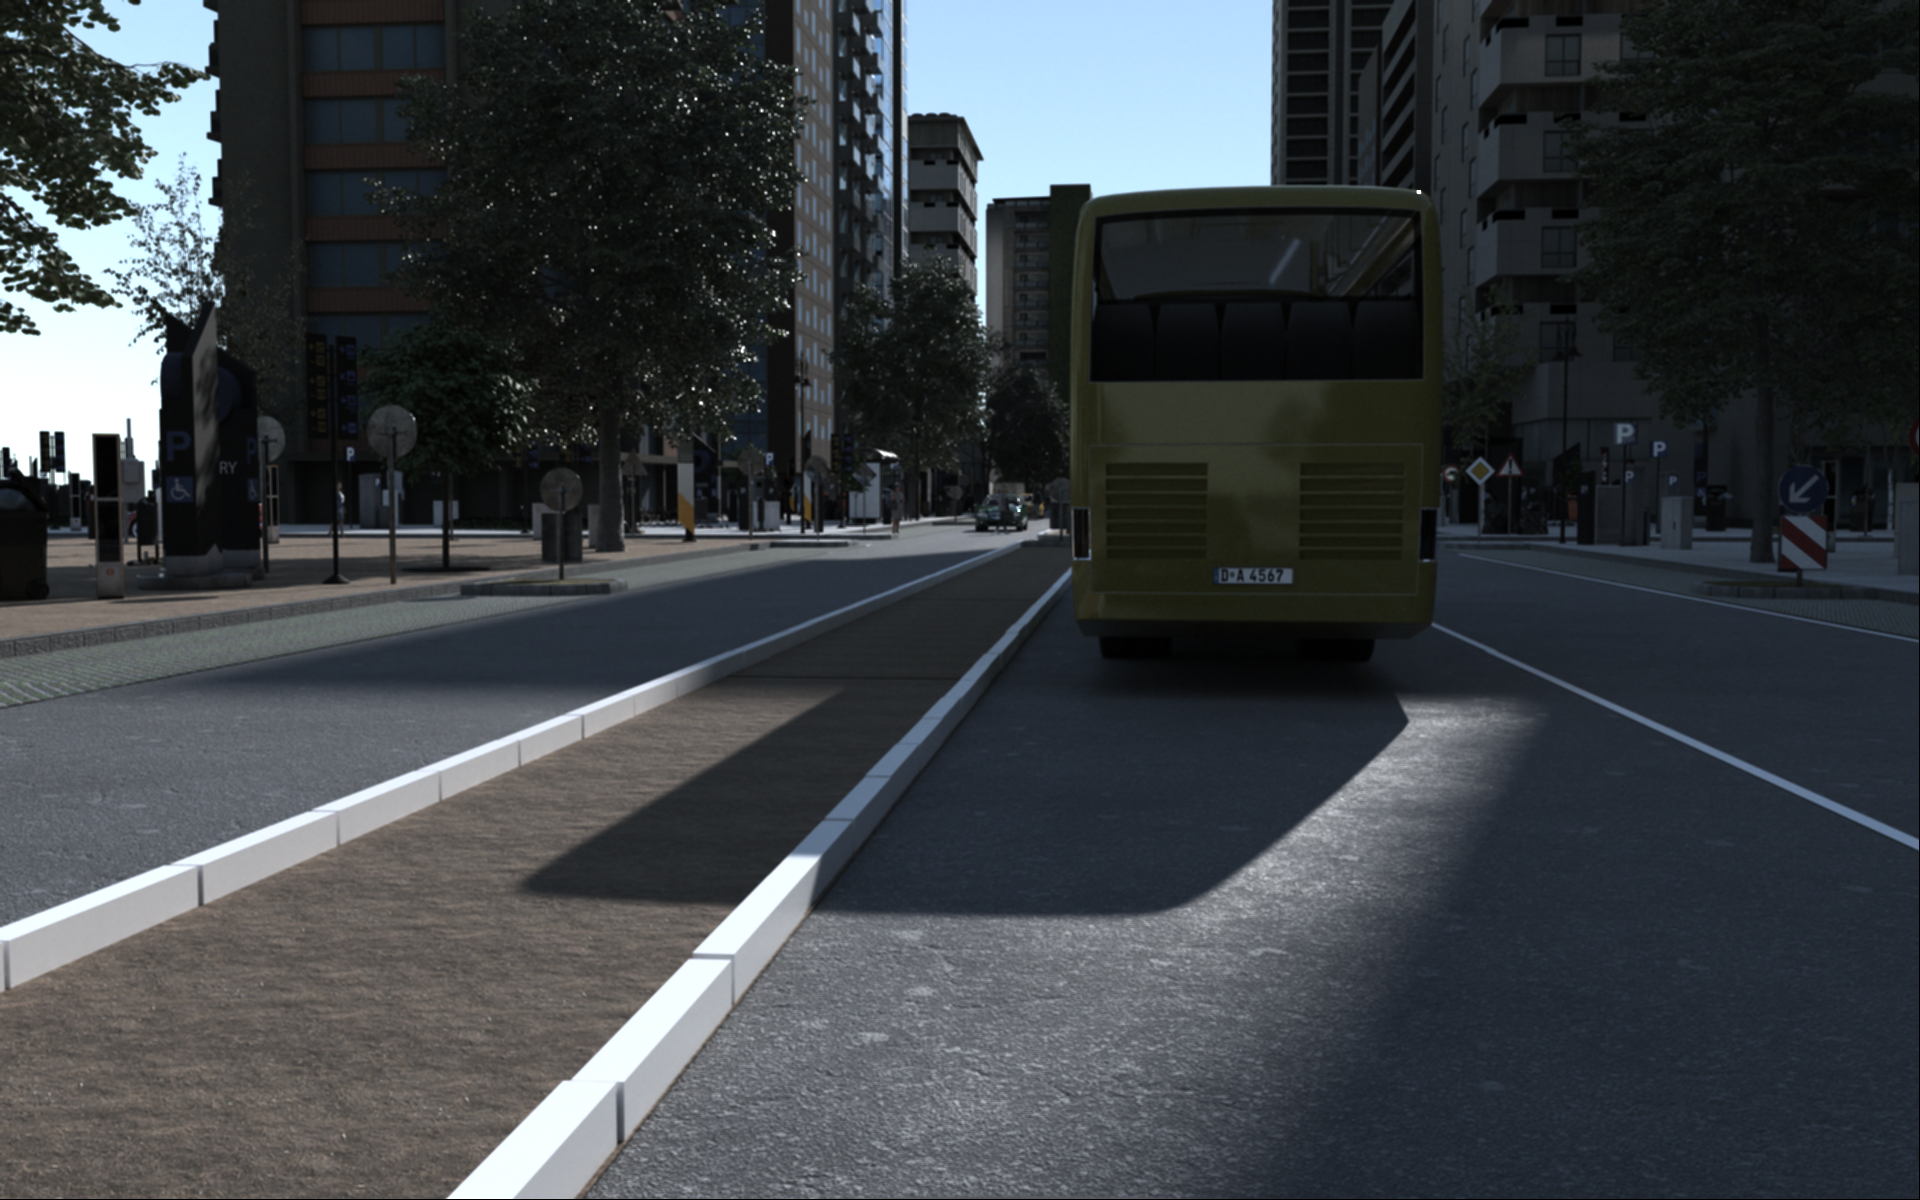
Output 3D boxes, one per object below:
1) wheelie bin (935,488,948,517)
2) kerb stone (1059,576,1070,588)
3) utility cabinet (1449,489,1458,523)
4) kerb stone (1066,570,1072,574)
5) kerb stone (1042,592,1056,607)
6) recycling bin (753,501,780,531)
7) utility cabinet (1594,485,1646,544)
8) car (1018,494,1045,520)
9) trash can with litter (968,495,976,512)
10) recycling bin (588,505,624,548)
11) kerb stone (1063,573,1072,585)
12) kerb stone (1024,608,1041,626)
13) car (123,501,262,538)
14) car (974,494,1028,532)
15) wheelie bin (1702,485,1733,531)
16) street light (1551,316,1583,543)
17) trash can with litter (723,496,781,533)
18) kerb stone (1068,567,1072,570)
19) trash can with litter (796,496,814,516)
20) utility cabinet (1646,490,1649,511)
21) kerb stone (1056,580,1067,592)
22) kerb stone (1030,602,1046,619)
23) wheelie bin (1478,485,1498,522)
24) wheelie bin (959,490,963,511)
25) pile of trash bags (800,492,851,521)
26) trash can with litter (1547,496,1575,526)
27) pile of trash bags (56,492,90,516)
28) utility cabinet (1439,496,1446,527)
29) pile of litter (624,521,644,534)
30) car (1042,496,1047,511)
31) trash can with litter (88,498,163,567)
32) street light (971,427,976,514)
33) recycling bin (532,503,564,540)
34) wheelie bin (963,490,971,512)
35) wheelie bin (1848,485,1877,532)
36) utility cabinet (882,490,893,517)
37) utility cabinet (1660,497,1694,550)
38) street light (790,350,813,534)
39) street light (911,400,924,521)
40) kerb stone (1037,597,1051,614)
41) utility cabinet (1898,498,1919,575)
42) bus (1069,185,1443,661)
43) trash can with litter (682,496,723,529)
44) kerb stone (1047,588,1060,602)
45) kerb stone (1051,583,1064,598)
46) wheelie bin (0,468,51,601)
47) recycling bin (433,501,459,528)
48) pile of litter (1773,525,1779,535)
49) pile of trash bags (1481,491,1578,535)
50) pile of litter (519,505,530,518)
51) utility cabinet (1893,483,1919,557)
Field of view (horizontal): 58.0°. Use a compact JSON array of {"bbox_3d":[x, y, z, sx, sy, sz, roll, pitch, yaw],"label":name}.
[{"bbox_3d":[-1.029,-5.416,96.458,0.693,1.594,0.980,-1,4,-11],"label":"wheelie bin"},{"bbox_3d":[1.512,-0.217,25.741,0.120,0.150,1.000,0,4,6],"label":"kerb stone"},{"bbox_3d":[21.737,-4.136,76.308,0.318,1.500,1.173,1,4,13],"label":"utility cabinet"},{"bbox_3d":[1.728,-0.342,27.780,0.120,0.150,1.000,0,4,6],"label":"kerb stone"},{"bbox_3d":[1.080,0.035,21.648,0.120,0.150,1.000,0,4,6],"label":"kerb stone"},{"bbox_3d":[-6.766,-2.937,60.569,0.722,1.027,0.722,1,4,22],"label":"recycling bin"},{"bbox_3d":[16.796,-2.175,44.244,1.173,1.500,0.318,0,4,-4],"label":"utility cabinet"},{"bbox_3d":[3.832,-5.385,98.260,2.015,1.641,3.980,0,4,7],"label":"car"},{"bbox_3d":[1.128,-7.020,125.837,2.233,1.210,1.678,1,4,11],"label":"trash can with litter"},{"bbox_3d":[-8.496,-1.776,41.598,0.722,1.027,0.722,0,4,1],"label":"recycling bin"},{"bbox_3d":[1.621,-0.279,26.757,0.120,0.150,1.000,0,4,6],"label":"kerb stone"},{"bbox_3d":[0.755,0.221,18.588,0.120,0.150,1.000,0,4,6],"label":"kerb stone"},{"bbox_3d":[-23.610,-2.722,53.543,4.494,1.783,2.155,0,4,6],"label":"car"},{"bbox_3d":[1.645,-3.420,67.721,2.131,1.459,4.920,0,4,6],"label":"car"},{"bbox_3d":[26.082,-3.165,59.663,0.980,1.594,0.693,2,4,26],"label":"wheelie bin"},{"bbox_3d":[15.720,-4.417,45.012,0.468,5.910,1.993,0,4,6],"label":"street light"},{"bbox_3d":[-6.893,-2.910,58.643,1.678,1.210,2.233,0,4,2],"label":"trash can with litter"},{"bbox_3d":[1.843,-0.404,28.796,0.120,0.150,1.000,0,4,6],"label":"kerb stone"},{"bbox_3d":[-9.216,-5.621,103.291,1.055,1.170,0.624,-2,4,-24],"label":"trash can with litter"},{"bbox_3d":[36.620,-5.199,93.675,1.173,1.500,0.318,0,4,3],"label":"utility cabinet"},{"bbox_3d":[1.402,-0.153,24.719,0.120,0.150,1.000,0,4,6],"label":"kerb stone"},{"bbox_3d":[0.858,0.158,19.605,0.120,0.150,1.000,0,4,6],"label":"kerb stone"},{"bbox_3d":[18.472,-3.224,60.619,0.693,1.594,0.980,1,4,12],"label":"wheelie bin"},{"bbox_3d":[-0.471,-5.678,100.750,0.980,1.594,0.693,0,4,-3],"label":"wheelie bin"},{"bbox_3d":[-6.362,-4.595,84.875,1.912,1.369,3.447,-2,4,-34],"label":"pile of trash bags"},{"bbox_3d":[24.055,-3.630,70.406,2.233,1.210,1.678,1,4,15],"label":"trash can with litter"},{"bbox_3d":[-49.850,-5.406,98.137,1.912,1.369,3.447,3,5,44],"label":"pile of trash bags"},{"bbox_3d":[18.700,-3.511,68.567,0.306,1.237,1.020,-3,5,-41],"label":"utility cabinet"},{"bbox_3d":[-10.935,-2.588,56.281,1.176,0.858,1.719,-2,4,-30],"label":"pile of litter"},{"bbox_3d":[6.179,-7.923,142.124,1.945,1.354,3.894,0,4,7],"label":"car"},{"bbox_3d":[-15.036,-1.239,31.310,1.678,1.210,2.233,1,4,11],"label":"trash can with litter"},{"bbox_3d":[0.849,-8.495,111.676,0.468,5.910,1.993,0,4,6],"label":"street light"},{"bbox_3d":[-11.562,-2.210,48.685,0.722,1.027,0.722,0,4,4],"label":"recycling bin"},{"bbox_3d":[0.319,-7.007,122.479,0.980,1.594,0.693,-1,4,-11],"label":"wheelie bin"},{"bbox_3d":[30.796,-3.129,59.071,0.980,1.594,0.693,-3,4,-39],"label":"wheelie bin"},{"bbox_3d":[-3.893,-5.324,95.719,1.173,1.500,0.318,-3,5,-41],"label":"utility cabinet"},{"bbox_3d":[16.674,-1.783,40.313,0.306,1.237,1.020,0,4,-3],"label":"utility cabinet"},{"bbox_3d":[-5.088,-5.081,55.863,0.468,5.910,1.993,0,4,6],"label":"street light"},{"bbox_3d":[-2.079,-6.788,83.765,0.468,5.910,1.993,0,4,6],"label":"street light"},{"bbox_3d":[0.970,0.096,20.621,0.120,0.150,1.000,0,4,6],"label":"kerb stone"},{"bbox_3d":[15.368,-0.983,27.235,1.020,1.237,0.306,3,5,41],"label":"utility cabinet"},{"bbox_3d":[2.744,-1.608,17.837,2.896,3.916,12.252,0,4,7],"label":"bus"},{"bbox_3d":[-9.368,-3.287,64.798,2.233,1.210,1.678,0,4,8],"label":"trash can with litter"},{"bbox_3d":[1.191,-0.026,22.668,0.120,0.150,1.000,0,4,6],"label":"kerb stone"},{"bbox_3d":[1.302,-0.091,23.689,0.120,0.150,1.000,0,4,6],"label":"kerb stone"},{"bbox_3d":[-11.445,-0.801,21.013,0.693,1.594,0.980,-2,4,-35],"label":"wheelie bin"},{"bbox_3d":[-19.656,-3.283,66.231,0.722,1.027,0.722,1,4,9],"label":"recycling bin"},{"bbox_3d":[26.305,-2.527,55.276,1.719,0.858,1.176,-3,5,-40],"label":"pile of litter"},{"bbox_3d":[18.225,-2.760,54.874,1.912,1.369,3.447,-3,5,-42],"label":"pile of trash bags"},{"bbox_3d":[-17.172,-3.379,69.208,1.176,0.858,1.719,-1,4,-11],"label":"pile of litter"},{"bbox_3d":[19.037,-1.559,34.174,0.318,1.500,1.173,-1,4,-17],"label":"utility cabinet"}]
